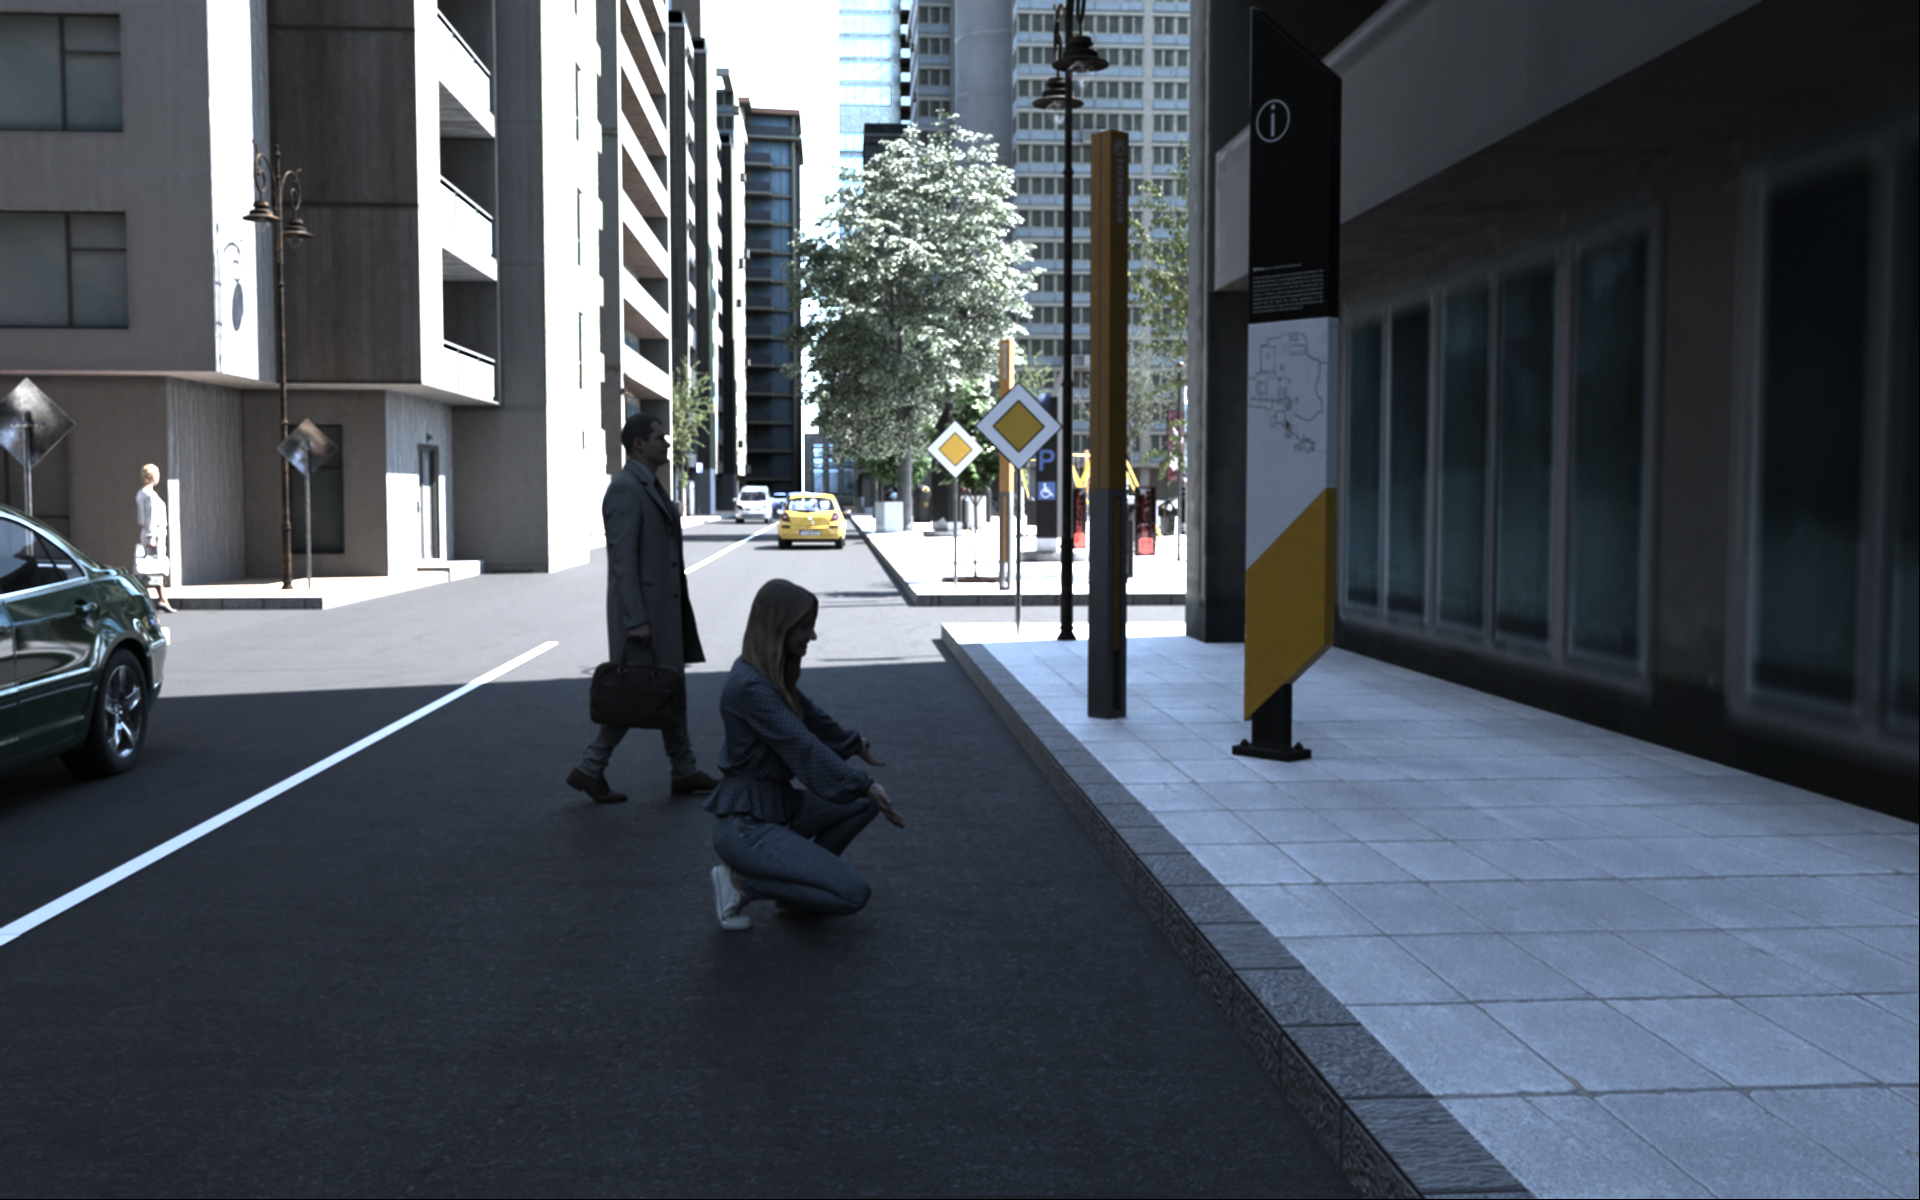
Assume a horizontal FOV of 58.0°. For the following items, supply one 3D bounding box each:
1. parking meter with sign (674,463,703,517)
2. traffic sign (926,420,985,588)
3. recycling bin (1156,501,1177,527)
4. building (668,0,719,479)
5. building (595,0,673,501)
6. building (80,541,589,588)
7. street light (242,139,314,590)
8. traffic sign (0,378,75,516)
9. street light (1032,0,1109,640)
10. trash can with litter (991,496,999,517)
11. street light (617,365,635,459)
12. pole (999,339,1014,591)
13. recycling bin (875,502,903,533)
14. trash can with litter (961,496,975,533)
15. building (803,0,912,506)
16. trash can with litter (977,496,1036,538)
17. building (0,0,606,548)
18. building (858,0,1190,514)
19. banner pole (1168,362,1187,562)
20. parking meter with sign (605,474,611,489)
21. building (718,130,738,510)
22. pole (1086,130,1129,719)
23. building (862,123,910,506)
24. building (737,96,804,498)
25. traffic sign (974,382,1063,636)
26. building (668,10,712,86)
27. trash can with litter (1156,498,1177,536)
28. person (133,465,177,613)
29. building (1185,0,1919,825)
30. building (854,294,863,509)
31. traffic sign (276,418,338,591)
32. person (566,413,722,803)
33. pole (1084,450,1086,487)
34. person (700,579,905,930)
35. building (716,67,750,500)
[{"bbox_3d":[-15.310,-6.183,97.360,1.738,3.016,0.543,2,4,32],"label":"parking meter with sign"},{"bbox_3d":[-0.065,-1.218,23.553,0.795,2.450,0.064,0,4,-4],"label":"traffic sign"},{"bbox_3d":[7.868,-3.303,66.558,0.722,1.027,0.722,2,4,30],"label":"recycling bin"},{"bbox_3d":[-23.961,-28.603,117.776,14.600,45.320,14.200,0,4,-4],"label":"building"},{"bbox_3d":[-24.405,-27.607,75.073,21.300,48.544,21.600,0,4,-4],"label":"building"},{"bbox_3d":[-14.354,-21.069,28.067,14.154,41.232,14.086,0,4,-4],"label":"building"},{"bbox_3d":[-9.032,-3.076,23.085,0.468,5.910,1.993,0,4,-4],"label":"street light"},{"bbox_3d":[-8.050,-0.693,14.979,0.795,2.450,0.064,0,4,-4],"label":"traffic sign"},{"bbox_3d":[0.940,-2.587,15.090,0.468,5.910,1.993,0,4,-4],"label":"street light"},{"bbox_3d":[1.916,-5.281,97.738,0.624,1.170,1.055,3,4,38],"label":"trash can with litter"},{"bbox_3d":[-11.974,-5.471,62.245,0.468,5.910,1.993,0,4,-4],"label":"street light"},{"bbox_3d":[0.615,-1.783,22.996,0.158,3.312,0.155,0,3,0],"label":"pole"},{"bbox_3d":[-2.376,-2.770,57.840,0.722,1.027,0.722,-2,4,-30],"label":"recycling bin"},{"bbox_3d":[0.331,-2.852,57.690,1.678,1.210,2.233,1,4,8],"label":"trash can with litter"},{"bbox_3d":[-1.822,-53.783,192.015,31.000,86.520,22.319,0,4,-4],"label":"building"},{"bbox_3d":[1.947,-2.487,51.723,2.233,1.210,1.678,3,4,38],"label":"trash can with litter"},{"bbox_3d":[-18.442,-22.402,49.870,14.154,41.232,14.086,0,4,-4],"label":"building"},{"bbox_3d":[9.119,-26.185,120.001,32.217,40.220,23.993,0,4,-4],"label":"building"},{"bbox_3d":[4.303,-2.636,33.118,0.401,3.779,0.863,2,4,34],"label":"banner pole"},{"bbox_3d":[-13.192,-4.137,63.907,0.543,3.016,1.738,1,4,19],"label":"parking meter with sign"},{"bbox_3d":[-24.578,-22.063,132.434,14.160,30.474,14.107,0,4,-4],"label":"building"},{"bbox_3d":[0.846,-0.980,9.872,0.158,3.312,0.155,0,3,0],"label":"pole"},{"bbox_3d":[-0.783,-22.443,138.636,14.160,30.474,14.107,0,4,-4],"label":"building"},{"bbox_3d":[-31.626,-32.771,190.431,28.867,44.769,22.147,0,4,-4],"label":"building"},{"bbox_3d":[0.523,-0.731,15.589,0.795,2.450,0.064,0,4,-4],"label":"traffic sign"},{"bbox_3d":[-22.357,-20.335,104.182,14.160,30.474,14.107,0,4,-4],"label":"building"},{"bbox_3d":[6.052,-2.511,52.435,1.055,1.170,0.624,3,4,36],"label":"trash can with litter"},{"bbox_3d":[-9.698,-0.723,20.672,0.624,1.780,0.694,-2,4,-29],"label":"person"},{"bbox_3d":[13.444,-23.298,4.625,21.300,48.544,21.600,0,4,-4],"label":"building"},{"bbox_3d":[4.135,-19.312,160.793,27.650,21.520,28.899,0,4,-4],"label":"building"},{"bbox_3d":[-8.638,-1.180,22.942,0.795,2.450,0.064,0,4,-4],"label":"traffic sign"},{"bbox_3d":[-1.452,0.029,8.131,0.767,1.812,0.694,0,4,-1],"label":"person"},{"bbox_3d":[5.815,-5.260,79.844,0.158,3.312,0.155,0,3,0],"label":"pole"},{"bbox_3d":[-0.478,0.497,5.880,0.738,1.151,1.012,0,4,7],"label":"person"},{"bbox_3d":[-31.261,-28.364,155.632,23.993,40.220,32.217,0,4,-4],"label":"building"}]
